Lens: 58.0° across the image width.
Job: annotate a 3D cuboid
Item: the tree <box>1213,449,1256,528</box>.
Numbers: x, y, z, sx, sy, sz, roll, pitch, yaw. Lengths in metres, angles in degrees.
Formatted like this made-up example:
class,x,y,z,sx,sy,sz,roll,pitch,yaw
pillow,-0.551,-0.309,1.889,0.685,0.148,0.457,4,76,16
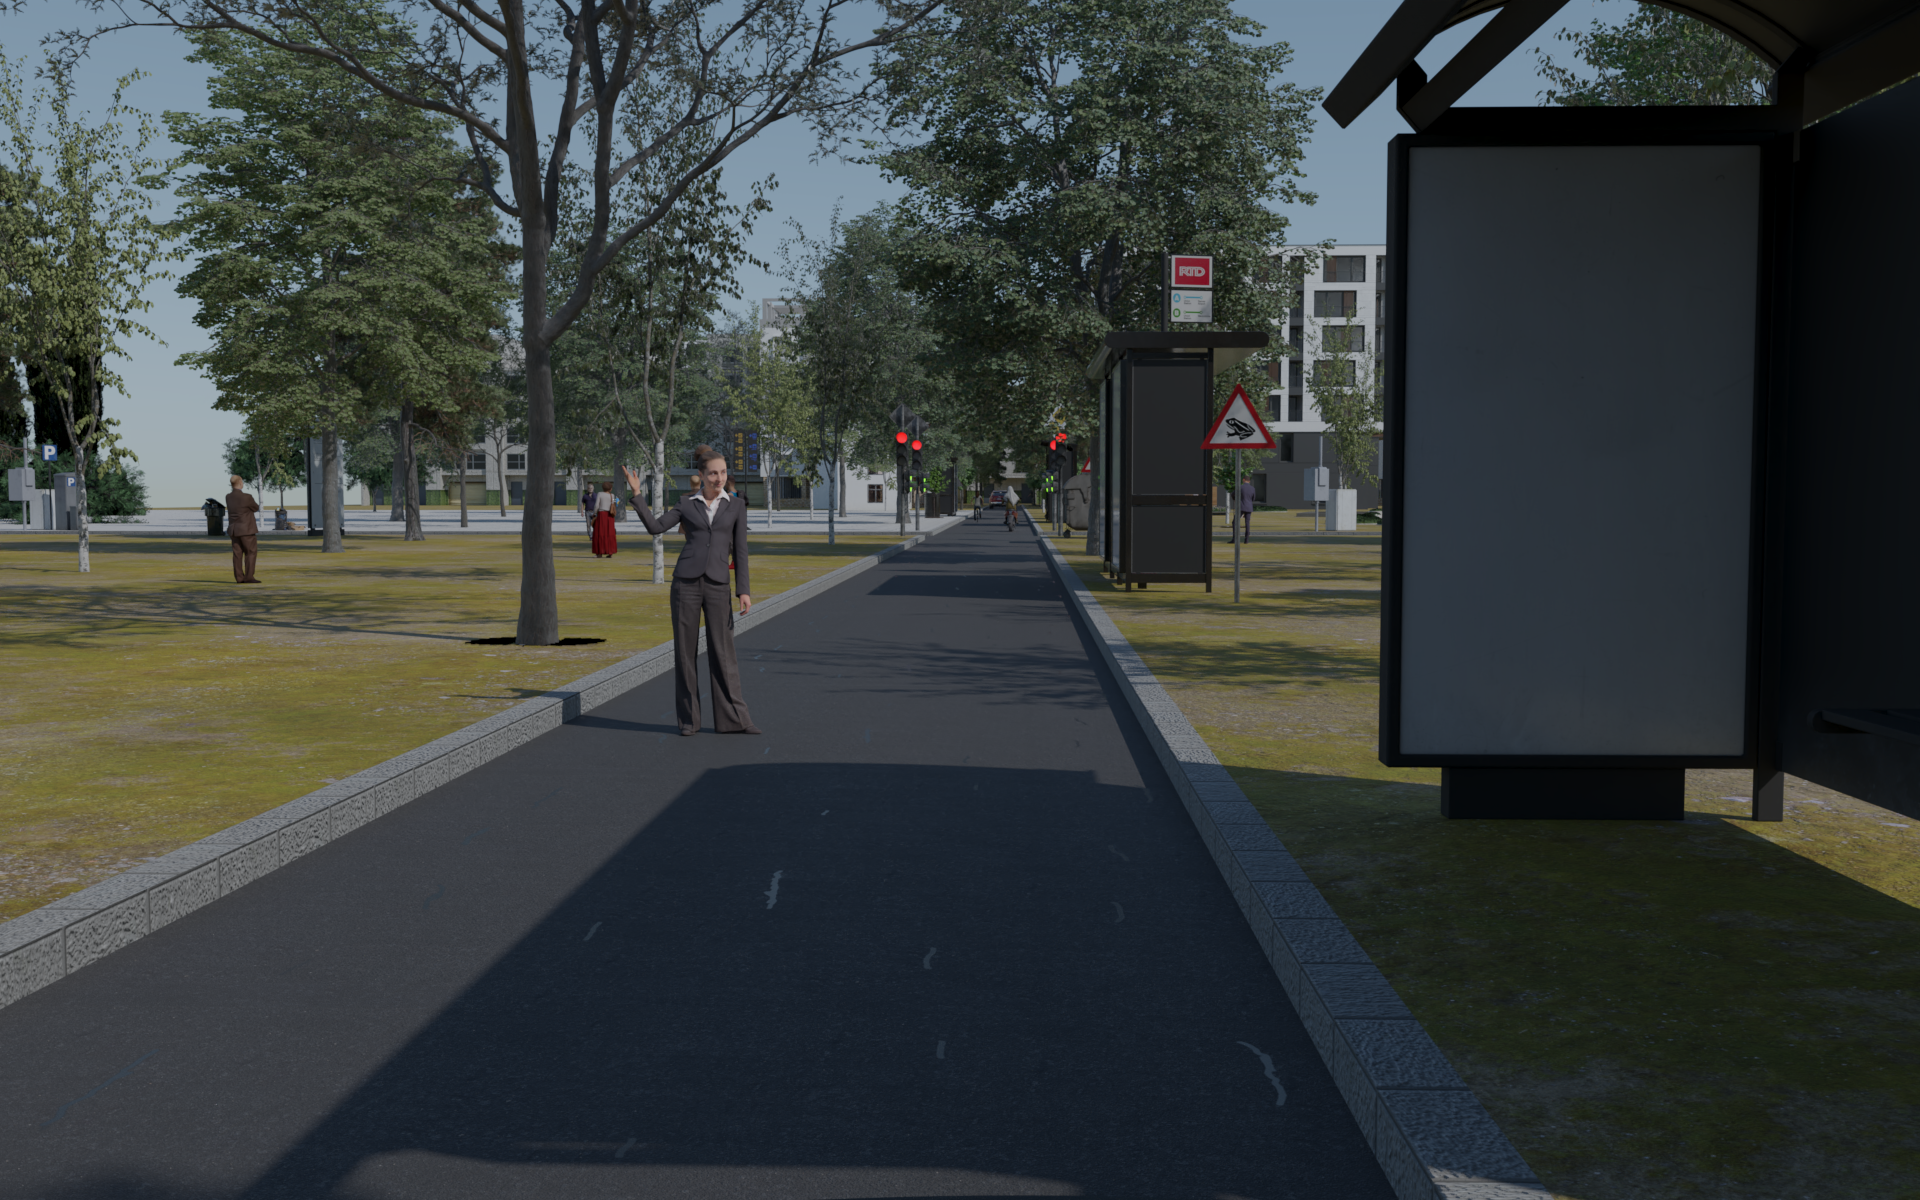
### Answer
class,x,y,z,sx,sy,sz,roll,pitch,yaw
tree,10.514,-4.365,65.961,1.663,3.219,1.824,0,3,0

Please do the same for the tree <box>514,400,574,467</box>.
class,x,y,z,sx,sy,sz,roll,pitch,yaw
tree,-25.891,-9.584,107.068,4.737,8.622,4.395,0,3,0

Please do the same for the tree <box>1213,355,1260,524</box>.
class,x,y,z,sx,sy,sz,roll,pitch,yaw
tree,11.386,-7.627,75.058,4.737,8.622,4.395,0,3,0

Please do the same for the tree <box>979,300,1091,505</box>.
class,x,y,z,sx,sy,sz,roll,pitch,yaw
tree,5.617,-10.750,97.812,6.751,12.117,7.091,0,3,0

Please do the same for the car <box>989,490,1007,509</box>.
class,x,y,z,sx,sy,sz,roll,pitch,yaw
car,3.899,-9.702,167.301,2.281,1.827,5.304,0,4,3

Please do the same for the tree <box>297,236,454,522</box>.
class,x,y,z,sx,sy,sz,roll,pitch,yaw
tree,-26.357,-10.649,80.766,9.857,13.997,8.962,0,3,0

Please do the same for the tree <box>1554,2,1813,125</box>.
class,x,y,z,sx,sy,sz,roll,pitch,yaw
tree,18.763,-8.300,42.355,9.857,13.997,8.962,0,3,0

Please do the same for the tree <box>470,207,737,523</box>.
class,x,y,z,sx,sy,sz,roll,pitch,yaw
tree,-15.236,-10.462,77.703,9.857,13.997,8.962,0,3,0

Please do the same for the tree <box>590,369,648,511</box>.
class,x,y,z,sx,sy,sz,roll,pitch,yaw
tree,-24.706,-12.639,132.397,9.928,11.665,9.643,0,3,0

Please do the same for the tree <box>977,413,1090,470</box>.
class,x,y,z,sx,sy,sz,roll,pitch,yaw
tree,6.743,-11.777,126.969,8.767,10.594,7.601,-1,4,-16

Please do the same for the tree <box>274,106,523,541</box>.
class,x,y,z,sx,sy,sz,roll,pitch,yaw
tree,-15.137,-7.662,47.327,6.751,12.117,7.091,0,3,0

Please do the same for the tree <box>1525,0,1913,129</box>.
class,x,y,z,sx,sy,sz,roll,pitch,yaw
tree,7.811,-4.025,16.168,4.360,8.622,3.978,0,3,0

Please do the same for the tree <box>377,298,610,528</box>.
class,x,y,z,sx,sy,sz,roll,pitch,yaw
tree,-18.958,-8.076,66.452,8.767,10.594,7.601,0,4,5

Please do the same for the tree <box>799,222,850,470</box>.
class,x,y,z,sx,sy,sz,roll,pitch,yaw
tree,-2.482,-10.296,74.997,9.857,13.997,8.962,0,3,0

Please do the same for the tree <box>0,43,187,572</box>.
class,x,y,z,sx,sy,sz,roll,pitch,yaw
tree,-14.515,-4.753,28.072,4.737,8.622,4.395,0,3,0

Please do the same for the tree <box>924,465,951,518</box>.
class,x,y,z,sx,sy,sz,roll,pitch,yaw
tree,-1.250,-5.966,92.140,1.663,3.219,1.824,0,3,0

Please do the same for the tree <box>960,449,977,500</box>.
class,x,y,z,sx,sy,sz,roll,pitch,yaw
tree,0.004,-12.709,158.157,4.360,8.622,3.978,0,3,0

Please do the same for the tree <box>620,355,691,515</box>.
class,x,y,z,sx,sy,sz,roll,pitch,yaw
tree,-15.349,-8.405,87.783,4.737,8.622,4.395,0,3,0

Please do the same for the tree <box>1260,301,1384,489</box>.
class,x,y,z,sx,sy,sz,roll,pitch,yaw
tree,14.735,-7.070,65.960,4.737,8.622,4.395,0,3,0

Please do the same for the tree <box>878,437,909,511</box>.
class,x,y,z,sx,sy,sz,roll,pitch,yaw
tree,-5.421,-11.094,131.748,4.737,8.622,4.395,0,3,0

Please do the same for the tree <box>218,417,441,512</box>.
class,x,y,z,sx,sy,sz,roll,pitch,yaw
tree,-44.886,-9.786,122.910,20.602,7.101,11.467,1,4,12

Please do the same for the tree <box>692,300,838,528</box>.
class,x,y,z,sx,sy,sz,roll,pitch,yaw
tree,-7.194,-7.018,65.113,4.737,8.622,4.395,0,3,0

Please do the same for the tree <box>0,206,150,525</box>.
class,x,y,z,sx,sy,sz,roll,pitch,yaw
tree,-44.804,-10.726,77.196,18.604,14.587,13.155,0,4,-7

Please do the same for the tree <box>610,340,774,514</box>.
class,x,y,z,sx,sy,sz,roll,pitch,yaw
tree,-16.652,-10.055,98.806,7.601,10.594,8.767,3,5,42

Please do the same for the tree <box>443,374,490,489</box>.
class,x,y,z,sx,sy,sz,roll,pitch,yaw
tree,-25.657,-8.446,88.454,4.360,8.622,3.978,0,3,0

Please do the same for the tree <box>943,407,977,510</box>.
class,x,y,z,sx,sy,sz,roll,pitch,yaw
tree,0.079,-12.534,139.351,8.767,10.594,7.601,0,4,2

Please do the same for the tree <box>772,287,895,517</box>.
class,x,y,z,sx,sy,sz,roll,pitch,yaw
tree,-6.892,-10.825,95.116,7.486,12.596,7.792,0,3,0

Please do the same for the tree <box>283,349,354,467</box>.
class,x,y,z,sx,sy,sz,roll,pitch,yaw
tree,-26.660,-7.401,71.366,4.360,8.622,3.978,0,3,0

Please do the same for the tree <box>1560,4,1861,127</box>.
class,x,y,z,sx,sy,sz,roll,pitch,yaw
tree,12.364,-6.030,24.348,9.928,11.665,9.643,0,3,0

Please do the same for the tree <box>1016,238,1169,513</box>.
class,x,y,z,sx,sy,sz,roll,pitch,yaw
tree,4.094,-5.800,45.193,4.360,8.622,3.978,0,3,0

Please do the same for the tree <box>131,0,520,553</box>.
class,x,y,z,sx,sy,sz,roll,pitch,yaw
tree,-13.476,-7.285,37.232,7.486,12.596,7.792,0,3,0

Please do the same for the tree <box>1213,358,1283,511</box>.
class,x,y,z,sx,sy,sz,roll,pitch,yaw
tree,20.503,-13.033,131.217,7.486,12.596,7.792,0,3,0

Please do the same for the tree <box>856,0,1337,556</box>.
class,x,y,z,sx,sy,sz,roll,pitch,yaw
tree,2.840,-7.893,35.702,9.857,13.997,8.962,0,3,0

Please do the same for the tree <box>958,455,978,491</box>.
class,x,y,z,sx,sy,sz,roll,pitch,yaw
tree,-0.331,-8.908,129.356,4.285,4.588,4.351,0,3,0

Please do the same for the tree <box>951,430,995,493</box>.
class,x,y,z,sx,sy,sz,roll,pitch,yaw
tree,1.809,-17.293,200.871,7.486,12.596,7.792,0,3,0

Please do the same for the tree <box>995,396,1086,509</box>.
class,x,y,z,sx,sy,sz,roll,pitch,yaw
tree,7.190,-14.283,151.653,7.486,12.596,7.792,0,3,0

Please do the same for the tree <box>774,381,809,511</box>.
class,x,y,z,sx,sy,sz,roll,pitch,yaw
tree,-13.661,-11.802,127.376,8.767,10.594,7.601,3,5,45

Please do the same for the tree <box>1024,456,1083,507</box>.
class,x,y,z,sx,sy,sz,roll,pitch,yaw
tree,6.499,-7.905,112.954,4.285,4.588,4.351,0,3,0

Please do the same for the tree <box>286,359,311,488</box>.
class,x,y,z,sx,sy,sz,roll,pitch,yaw
tree,-26.667,-7.100,66.452,4.737,8.622,4.395,0,3,0

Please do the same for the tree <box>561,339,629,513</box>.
class,x,y,z,sx,sy,sz,roll,pitch,yaw
tree,-25.975,-12.111,116.137,7.486,12.596,7.792,0,3,0

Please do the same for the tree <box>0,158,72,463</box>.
class,x,y,z,sx,sy,sz,roll,pitch,yaw
tree,-26.059,-7.432,43.568,6.751,12.117,7.091,0,3,0

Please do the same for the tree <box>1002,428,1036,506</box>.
class,x,y,z,sx,sy,sz,roll,pitch,yaw
tree,7.792,-15.871,185.249,9.928,11.665,9.643,0,3,0

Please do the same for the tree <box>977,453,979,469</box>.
class,x,y,z,sx,sy,sz,roll,pitch,yaw
tree,2.546,-17.654,210.693,6.751,12.117,7.091,0,3,0

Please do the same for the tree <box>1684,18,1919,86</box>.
class,x,y,z,sx,sy,sz,roll,pitch,yaw
tree,6.459,-3.656,10.142,4.737,8.622,4.395,0,3,0
